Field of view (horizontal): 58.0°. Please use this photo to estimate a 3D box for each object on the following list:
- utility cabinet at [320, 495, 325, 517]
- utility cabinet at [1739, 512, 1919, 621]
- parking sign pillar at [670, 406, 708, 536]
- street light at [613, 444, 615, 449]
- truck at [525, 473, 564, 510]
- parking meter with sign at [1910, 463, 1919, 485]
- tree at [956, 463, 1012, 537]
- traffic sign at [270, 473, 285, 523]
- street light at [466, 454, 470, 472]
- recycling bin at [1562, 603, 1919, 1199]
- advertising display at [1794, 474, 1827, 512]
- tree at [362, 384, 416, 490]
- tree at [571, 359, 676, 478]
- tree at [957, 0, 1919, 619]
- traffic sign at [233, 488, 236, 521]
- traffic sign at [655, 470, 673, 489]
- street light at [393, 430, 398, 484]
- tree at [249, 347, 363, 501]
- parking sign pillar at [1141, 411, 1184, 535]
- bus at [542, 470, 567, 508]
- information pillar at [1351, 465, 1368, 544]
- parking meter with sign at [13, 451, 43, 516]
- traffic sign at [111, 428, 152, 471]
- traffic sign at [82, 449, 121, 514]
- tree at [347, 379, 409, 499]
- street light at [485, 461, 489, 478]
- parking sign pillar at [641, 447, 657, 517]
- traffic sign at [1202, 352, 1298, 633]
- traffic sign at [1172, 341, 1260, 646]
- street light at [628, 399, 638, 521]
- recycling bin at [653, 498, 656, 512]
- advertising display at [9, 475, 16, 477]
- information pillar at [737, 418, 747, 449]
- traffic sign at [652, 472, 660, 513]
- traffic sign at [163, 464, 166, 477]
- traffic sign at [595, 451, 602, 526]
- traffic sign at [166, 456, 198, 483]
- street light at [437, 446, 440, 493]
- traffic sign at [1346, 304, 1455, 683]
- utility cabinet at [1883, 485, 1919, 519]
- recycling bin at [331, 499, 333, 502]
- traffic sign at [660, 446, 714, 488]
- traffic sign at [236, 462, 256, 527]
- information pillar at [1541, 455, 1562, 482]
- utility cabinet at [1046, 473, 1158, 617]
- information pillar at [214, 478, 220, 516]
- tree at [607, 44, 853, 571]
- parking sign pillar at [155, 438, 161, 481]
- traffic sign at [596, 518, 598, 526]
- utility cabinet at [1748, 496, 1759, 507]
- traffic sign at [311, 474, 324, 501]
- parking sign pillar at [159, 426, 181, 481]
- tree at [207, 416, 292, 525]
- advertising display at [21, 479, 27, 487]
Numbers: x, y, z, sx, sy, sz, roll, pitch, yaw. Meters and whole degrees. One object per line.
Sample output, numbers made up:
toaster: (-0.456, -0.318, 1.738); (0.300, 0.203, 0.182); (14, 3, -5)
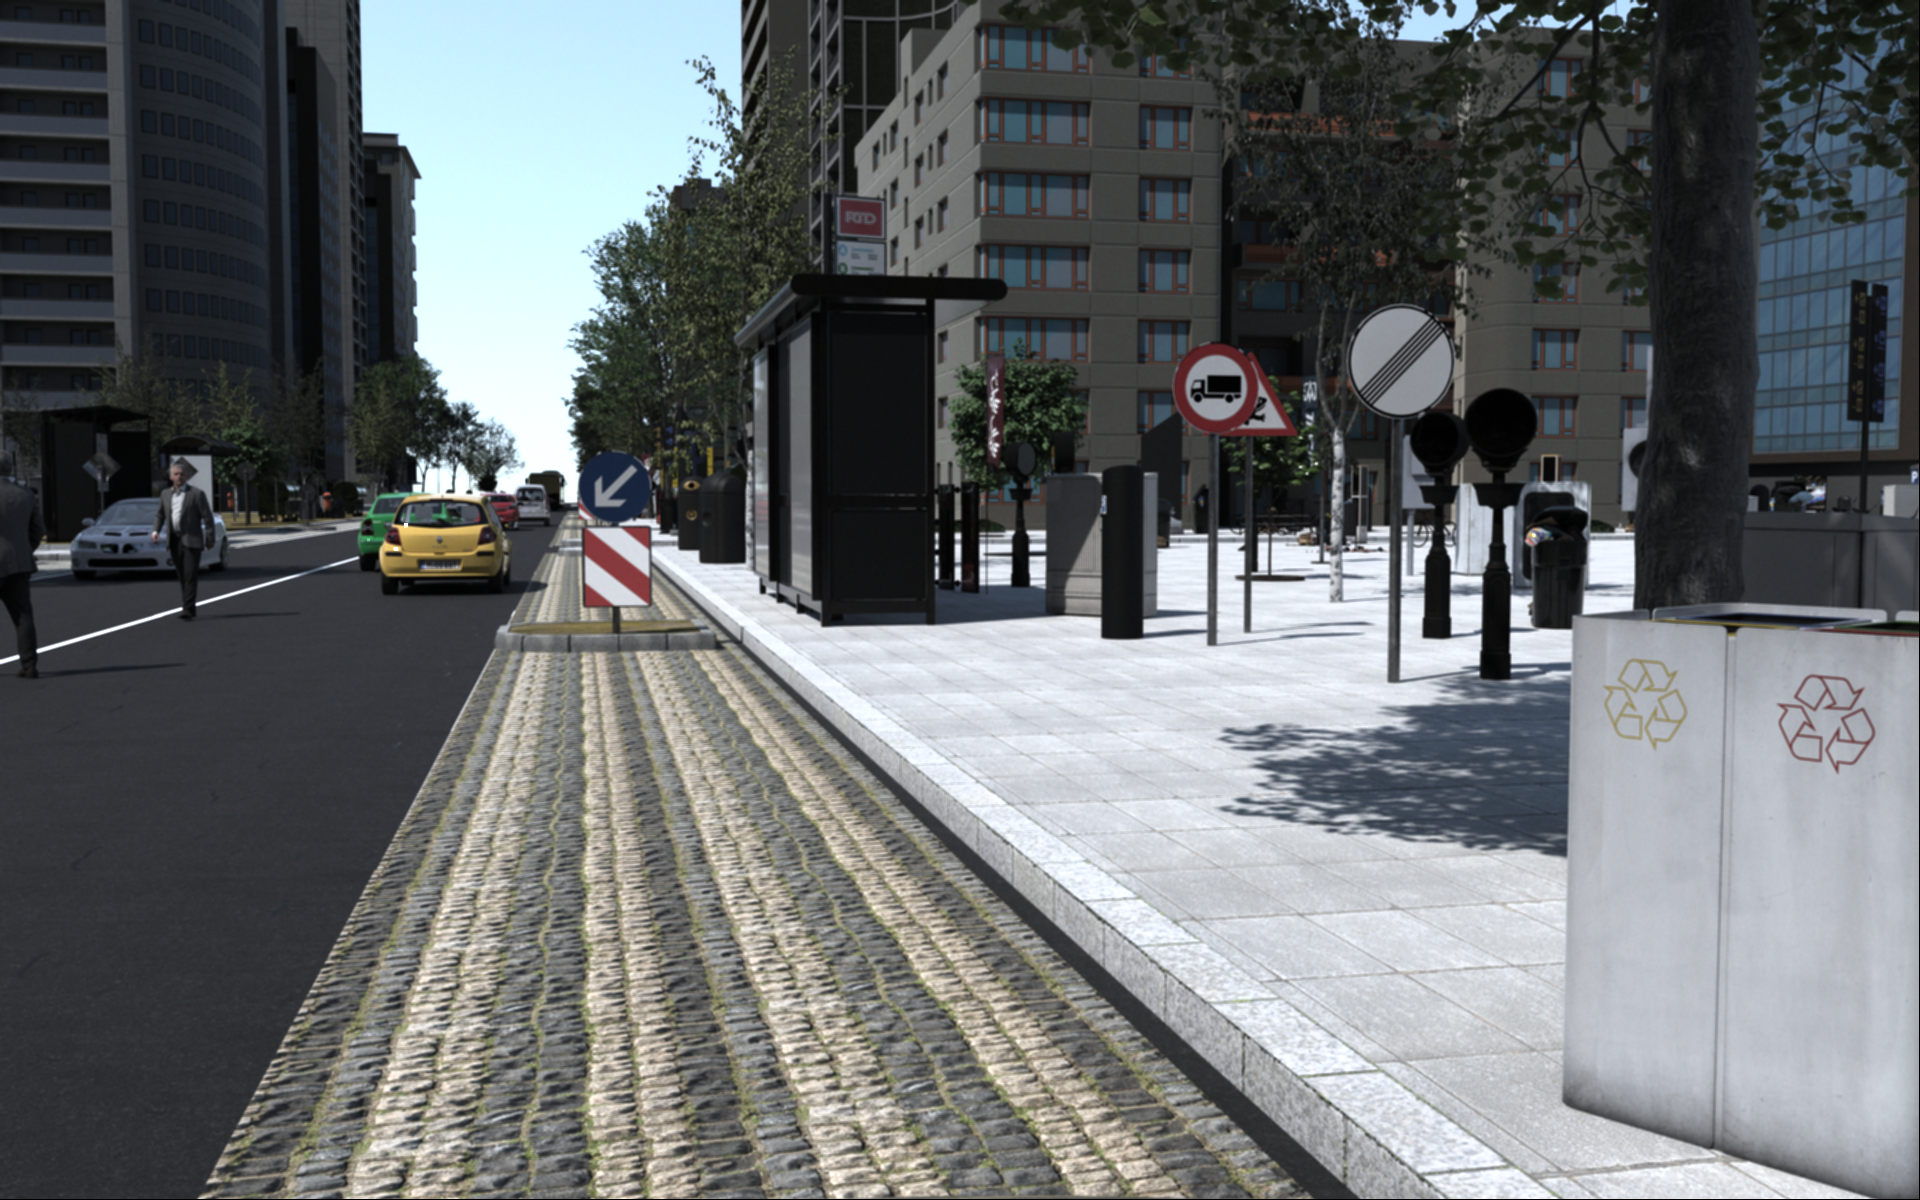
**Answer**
utility cabinet: (-34.414, -5.036, 93.502); (0.306, 1.237, 1.020); (-1, 4, -21)
utility cabinet: (3.034, 0.294, 6.361); (0.306, 1.237, 1.020); (-1, 4, -15)
parking sign pillar: (-8.254, -3.977, 53.503); (1.447, 3.967, 1.447); (1, 4, 16)
street light: (-24.269, -9.094, 121.467); (0.468, 5.910, 1.993); (-1, 4, -12)
truck: (-37.463, -9.800, 156.149); (3.469, 3.379, 9.791); (-1, 4, -13)
parking meter with sign: (24.153, -2.876, 43.284); (1.738, 3.016, 0.543); (0, 4, -2)
tree: (0.854, -3.498, 51.787); (1.663, 3.219, 1.824); (0, 3, 0)
traffic sign: (-30.267, -4.683, 76.675); (0.768, 2.556, 0.104); (0, 4, -7)
street light: (-57.218, -14.007, 201.806); (0.468, 5.910, 1.993); (-1, 4, -12)
recycling bin: (1.754, 0.549, 3.575); (0.722, 1.027, 0.722); (-3, 5, -40)
advertising display: (27.724, -3.137, 56.506); (0.974, 1.923, 0.123); (1, 4, 10)
tree: (-38.780, -10.151, 116.326); (4.360, 8.622, 3.978); (0, 3, 0)
tree: (-22.430, -11.077, 115.523); (7.601, 10.594, 8.767); (0, 4, -3)
tree: (2.154, -5.317, 5.064); (7.486, 12.596, 7.792); (0, 3, 0)
traffic sign: (-34.466, -5.023, 82.229); (0.768, 2.556, 0.104); (0, 4, -8)
traffic sign: (-17.915, -6.734, 103.968); (2.265, 3.308, 0.079); (-1, 4, -9)
street light: (-39.407, -9.063, 120.972); (0.468, 5.910, 1.993); (-1, 4, -12)
tree: (-32.696, -8.303, 86.118); (4.360, 8.622, 3.978); (0, 3, 0)
parking sign pillar: (6.355, -4.049, 54.672); (1.447, 3.967, 1.447); (0, 4, 6)
bus: (-42.696, -11.556, 180.494); (2.896, 3.916, 12.252); (-1, 4, -10)
information pillar: (10.290, -2.454, 44.612); (0.304, 2.012, 0.304); (-2, 4, -35)
parking meter with sign: (-37.628, -4.555, 70.735); (1.738, 3.016, 0.543); (-2, 4, -24)
traffic sign: (-25.981, -3.626, 53.151); (2.265, 3.308, 0.079); (0, 4, -4)
traffic sign: (-18.978, -2.122, 38.331); (0.795, 2.450, 0.064); (-1, 4, -12)
tree: (-37.424, -9.823, 110.966); (4.737, 8.622, 4.395); (0, 3, 0)
street light: (-65.460, -16.319, 239.598); (0.468, 5.910, 1.993); (-1, 4, -12)
parking sign pillar: (-17.844, -6.724, 98.415); (1.447, 3.967, 1.447); (-1, 4, -9)
traffic sign: (2.659, -0.975, 15.951); (0.884, 2.594, 0.081); (0, 4, -4)
traffic sign: (2.134, -0.885, 14.583); (0.768, 2.556, 0.104); (-1, 4, -12)
street light: (-15.671, -6.751, 83.168); (0.468, 5.910, 1.993); (-1, 4, -12)
recycling bin: (-21.219, -6.695, 122.016); (0.722, 1.027, 0.722); (1, 4, 12)
advertising display: (-32.500, -3.284, 58.903); (0.123, 1.923, 0.974); (1, 4, 18)
information pillar: (-6.715, -3.796, 53.419); (0.183, 3.616, 0.504); (-3, 4, -38)
traffic sign: (-17.723, -6.170, 100.986); (0.768, 2.556, 0.104); (-1, 4, -11)
traffic sign: (-30.326, -4.077, 66.764); (0.768, 2.556, 0.104); (0, 4, -4)
traffic sign: (-8.432, -2.262, 40.632); (0.795, 2.450, 0.064); (-1, 4, -12)
traffic sign: (-20.701, -2.599, 46.128); (0.795, 2.450, 0.064); (-1, 4, -12)
street light: (-47.641, -11.340, 158.193); (0.468, 5.910, 1.993); (-1, 4, -12)
traffic sign: (2.953, -0.710, 11.716); (0.768, 2.556, 0.104); (-1, 4, -9)
utility cabinet: (22.934, -2.049, 42.186); (1.173, 1.500, 0.318); (-2, 4, -32)
recycling bin: (-39.805, -5.933, 109.562); (0.722, 1.027, 0.722); (-1, 4, -11)
traffic sign: (-11.602, -4.881, 73.674); (2.265, 3.308, 0.079); (-1, 4, -11)
traffic sign: (-28.147, -4.170, 68.279); (0.768, 2.556, 0.104); (0, 4, -3)
information pillar: (11.114, -1.719, 32.602); (0.304, 2.012, 0.304); (2, 4, 32)
utility cabinet: (1.472, -0.579, 18.140); (1.173, 1.500, 0.318); (2, 4, 34)
information pillar: (-34.553, -4.643, 80.412); (0.304, 2.012, 0.304); (-3, 5, -39)
tree: (-3.579, -4.798, 28.815); (4.737, 8.622, 4.395); (0, 3, 0)
parking sign pillar: (-38.230, -5.820, 83.632); (1.447, 3.967, 1.447); (1, 4, 8)
traffic sign: (-10.156, -2.739, 48.429); (0.795, 2.450, 0.064); (-1, 4, -12)
utility cabinet: (26.817, -2.926, 59.004); (1.020, 1.237, 0.306); (-3, 5, -40)
traffic sign: (-40.057, -6.602, 108.044); (0.768, 2.556, 0.104); (0, 4, -8)
parking sign pillar: (-30.841, -4.912, 68.780); (1.447, 3.967, 1.447); (-2, 4, -25)
tree: (-29.838, -5.423, 72.384); (4.285, 4.588, 4.351); (0, 3, 0)
advertising display: (-41.243, -4.304, 75.588); (0.974, 1.923, 0.123); (-3, 5, -40)
